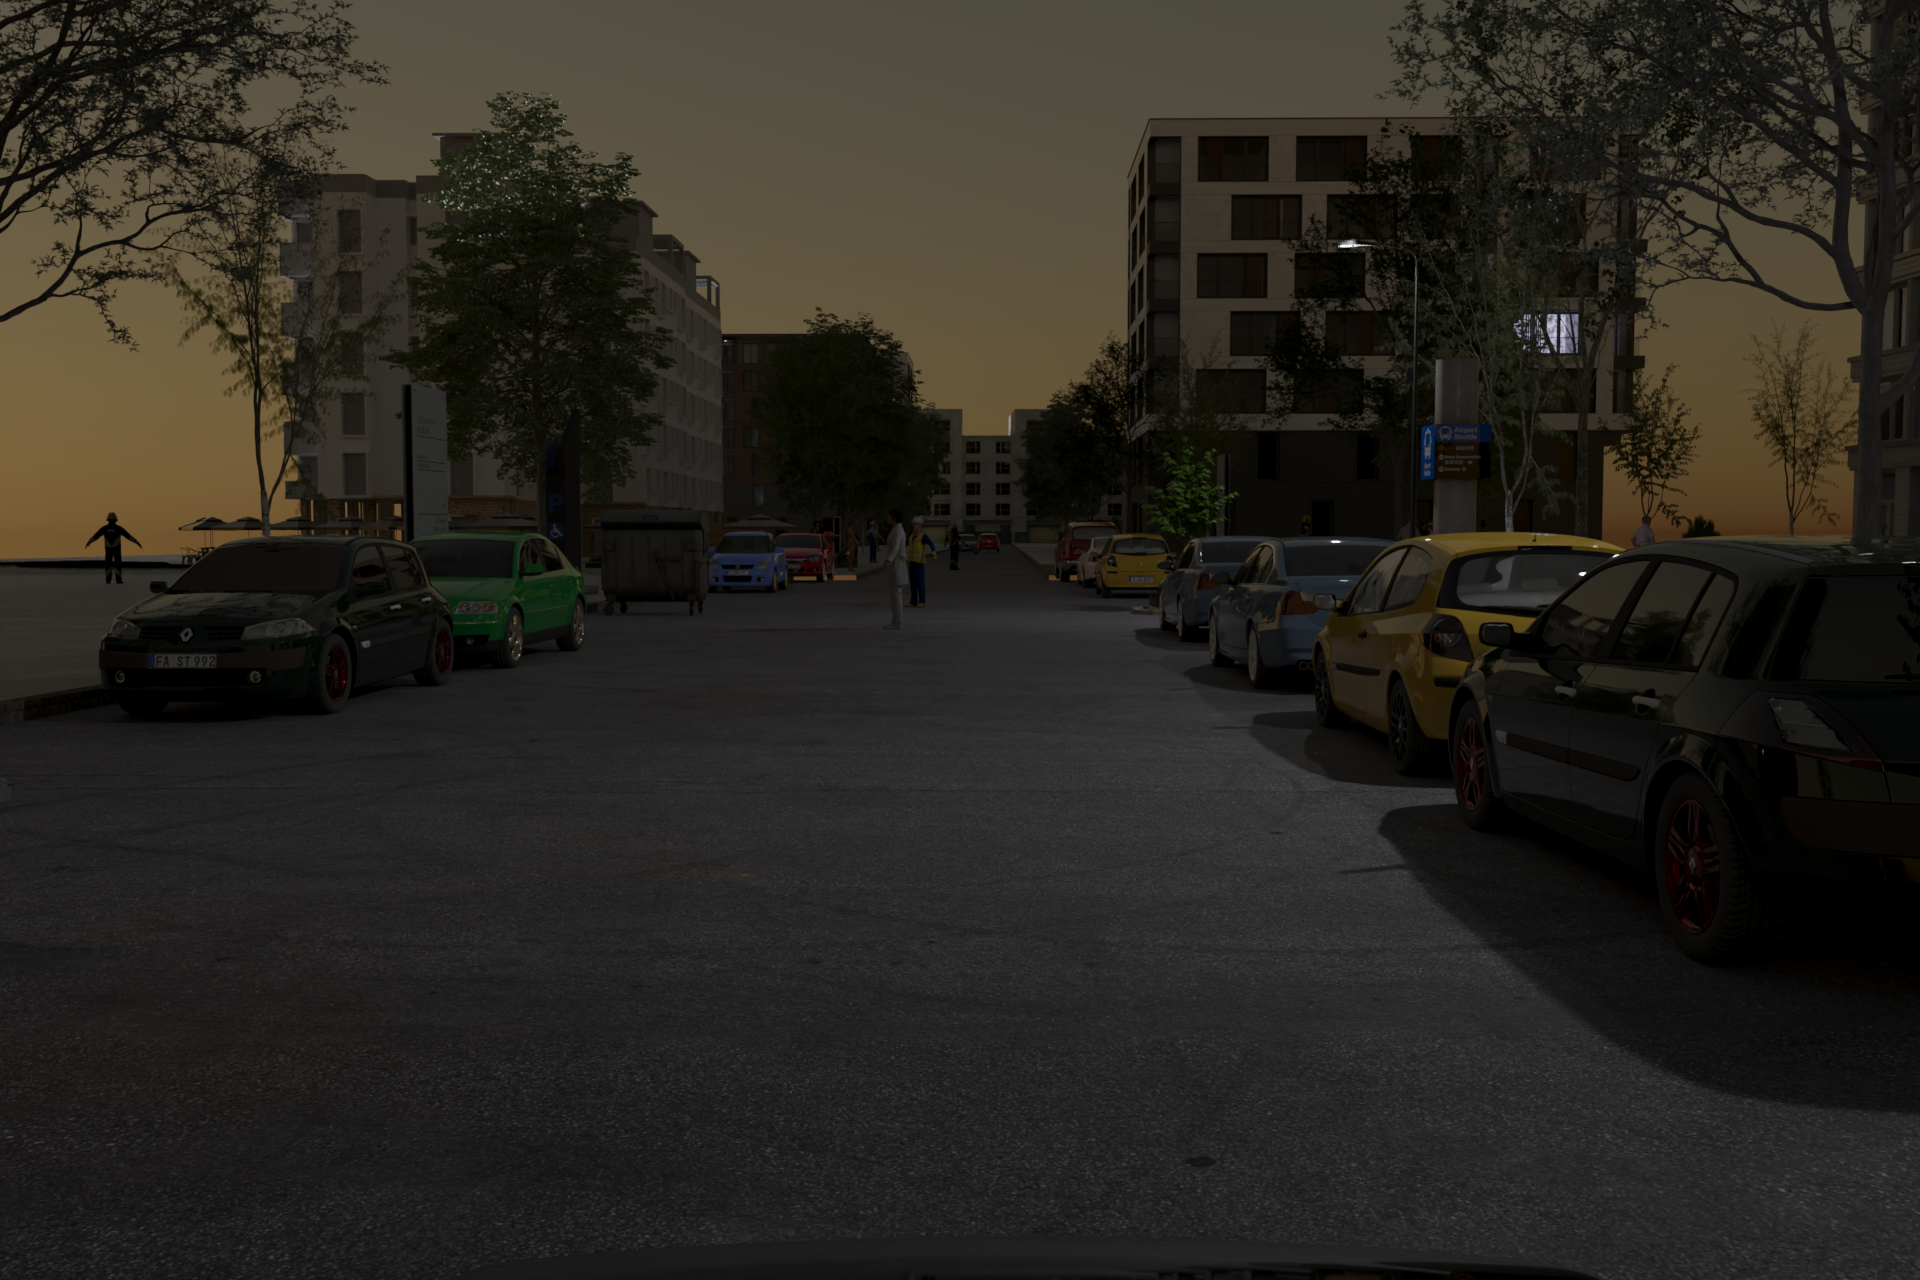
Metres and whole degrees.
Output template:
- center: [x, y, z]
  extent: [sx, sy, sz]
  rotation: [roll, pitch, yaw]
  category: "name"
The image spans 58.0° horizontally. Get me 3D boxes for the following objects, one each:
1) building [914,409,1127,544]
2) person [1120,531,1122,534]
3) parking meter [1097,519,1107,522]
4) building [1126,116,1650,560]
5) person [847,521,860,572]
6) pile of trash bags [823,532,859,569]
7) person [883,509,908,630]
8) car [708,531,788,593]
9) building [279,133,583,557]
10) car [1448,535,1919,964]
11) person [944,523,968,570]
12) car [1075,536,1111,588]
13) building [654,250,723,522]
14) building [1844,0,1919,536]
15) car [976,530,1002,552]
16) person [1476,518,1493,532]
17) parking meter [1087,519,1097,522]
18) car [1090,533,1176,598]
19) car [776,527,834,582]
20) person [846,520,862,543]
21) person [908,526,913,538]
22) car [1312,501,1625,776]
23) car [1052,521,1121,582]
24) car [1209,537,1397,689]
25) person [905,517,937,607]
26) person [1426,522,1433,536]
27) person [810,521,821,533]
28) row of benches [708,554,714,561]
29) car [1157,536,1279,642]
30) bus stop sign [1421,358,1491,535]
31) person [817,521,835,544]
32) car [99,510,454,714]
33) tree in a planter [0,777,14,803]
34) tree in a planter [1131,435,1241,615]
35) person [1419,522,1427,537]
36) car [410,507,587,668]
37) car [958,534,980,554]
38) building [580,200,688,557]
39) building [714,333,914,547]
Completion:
- center: [7.475, -23.379, 251.167]
  extent: [31.486, 18.905, 16.747]
  rotation: [0, 4, -1]
  category: "building"
- center: [7.876, -4.979, 87.190]
  extent: [1.354, 1.856, 0.705]
  rotation: [-2, 4, -30]
  category: "person"
- center: [5.380, -3.651, 65.406]
  extent: [0.399, 1.863, 0.255]
  rotation: [0, 4, 2]
  category: "parking meter"
- center: [23.550, -15.751, 101.506]
  extent: [27.936, 21.610, 32.646]
  rotation: [0, 4, 1]
  category: "building"
- center: [-3.621, -3.193, 59.003]
  extent: [0.721, 1.733, 1.217]
  rotation: [-1, 4, -17]
  category: "person"
- center: [-4.837, -3.432, 65.863]
  extent: [1.912, 1.369, 3.447]
  rotation: [0, 4, 2]
  category: "pile of trash bags"
- center: [-0.999, -1.070, 26.139]
  extent: [0.705, 1.806, 1.347]
  rotation: [0, 4, 2]
  category: "person"
- center: [-5.319, -2.067, 43.387]
  extent: [1.945, 1.707, 3.694]
  rotation: [0, 4, 1]
  category: "car"
- center: [-26.168, -13.869, 83.179]
  extent: [16.016, 20.090, 11.380]
  rotation: [0, 4, 1]
  category: "building"
- center: [3.301, 0.161, 7.151]
  extent: [2.009, 1.686, 4.222]
  rotation: [0, 4, 1]
  category: "car"
- center: [-0.206, -3.714, 68.967]
  extent: [0.705, 1.856, 1.354]
  rotation: [-3, 5, -43]
  category: "person"
- center: [4.203, -2.136, 47.291]
  extent: [2.083, 1.381, 4.827]
  rotation: [0, 4, 1]
  category: "car"
- center: [-22.993, -15.935, 116.953]
  extent: [16.016, 20.090, 11.380]
  rotation: [0, 4, 1]
  category: "building"
- center: [26.245, -11.519, 35.012]
  extent: [8.464, 21.280, 15.925]
  rotation: [0, 4, 1]
  category: "building"
- center: [2.231, -7.786, 136.341]
  extent: [2.155, 1.783, 4.494]
  rotation: [0, 4, 1]
  category: "car"
- center: [16.841, -3.038, 55.798]
  extent: [1.348, 1.813, 0.705]
  rotation: [1, 4, 13]
  category: "person"
- center: [5.050, -3.685, 65.966]
  extent: [0.399, 1.863, 0.255]
  rotation: [0, 4, 2]
  category: "parking meter"
- center: [4.032, -1.817, 39.937]
  extent: [2.015, 1.641, 3.980]
  rotation: [0, 4, 2]
  category: "car"
- center: [-4.877, -2.672, 52.730]
  extent: [2.155, 1.783, 4.494]
  rotation: [0, 4, 2]
  category: "car"
- center: [-4.359, -3.933, 70.236]
  extent: [0.705, 1.837, 1.347]
  rotation: [1, 4, 21]
  category: "person"
- center: [-2.723, -5.294, 93.278]
  extent: [0.721, 1.740, 1.216]
  rotation: [0, 4, 2]
  category: "person"
- center: [3.481, -0.088, 11.661]
  extent: [2.015, 1.641, 3.980]
  rotation: [0, 4, 2]
  category: "car"
- center: [4.014, -2.738, 53.440]
  extent: [2.281, 1.827, 5.304]
  rotation: [0, 4, 0]
  category: "car"
- center: [3.583, -0.324, 17.293]
  extent: [2.014, 1.417, 4.499]
  rotation: [0, 4, 1]
  category: "car"
- center: [-0.896, -1.531, 33.961]
  extent: [1.216, 1.772, 0.721]
  rotation: [3, 5, 42]
  category: "person"
- center: [22.359, -4.664, 82.220]
  extent: [0.705, 1.833, 1.349]
  rotation: [3, 4, 38]
  category: "person"
- center: [-5.735, -3.901, 69.925]
  extent: [1.345, 1.843, 0.704]
  rotation: [-1, 4, -15]
  category: "person"
- center: [-7.663, -2.378, 54.344]
  extent: [1.422, 0.672, 4.104]
  rotation: [-3, 5, -44]
  category: "row of benches"
- center: [3.818, -0.753, 24.311]
  extent: [2.014, 1.417, 4.499]
  rotation: [0, 4, 1]
  category: "car"
- center: [7.497, -2.276, 26.232]
  extent: [0.837, 3.901, 0.837]
  rotation: [0, 4, 1]
  category: "bus stop sign"
- center: [-5.406, -3.801, 68.367]
  extent: [1.346, 1.802, 0.704]
  rotation: [-3, 5, -45]
  category: "person"
- center: [-5.768, -0.321, 15.027]
  extent: [2.009, 1.686, 4.222]
  rotation: [0, 4, 2]
  category: "car"
- center: [-6.114, -0.708, 8.795]
  extent: [1.991, 3.239, 1.994]
  rotation: [0, 4, 1]
  category: "tree in a planter"
- center: [4.116, -2.082, 31.263]
  extent: [1.991, 3.239, 1.994]
  rotation: [0, 4, 1]
  category: "tree in a planter"
- center: [20.548, -4.316, 76.760]
  extent: [0.705, 1.806, 1.347]
  rotation: [2, 4, 32]
  category: "person"
- center: [-5.580, -0.678, 19.886]
  extent: [1.959, 1.807, 4.718]
  rotation: [0, 4, 1]
  category: "car"
- center: [0.434, -6.829, 123.653]
  extent: [2.014, 1.417, 4.499]
  rotation: [0, 4, 2]
  category: "car"
- center: [-22.910, -14.881, 99.716]
  extent: [16.016, 20.090, 11.380]
  rotation: [0, 4, 1]
  category: "building"
- center: [-19.886, -21.345, 192.959]
  extent: [27.936, 21.610, 32.646]
  rotation: [0, 4, 1]
  category: "building"
